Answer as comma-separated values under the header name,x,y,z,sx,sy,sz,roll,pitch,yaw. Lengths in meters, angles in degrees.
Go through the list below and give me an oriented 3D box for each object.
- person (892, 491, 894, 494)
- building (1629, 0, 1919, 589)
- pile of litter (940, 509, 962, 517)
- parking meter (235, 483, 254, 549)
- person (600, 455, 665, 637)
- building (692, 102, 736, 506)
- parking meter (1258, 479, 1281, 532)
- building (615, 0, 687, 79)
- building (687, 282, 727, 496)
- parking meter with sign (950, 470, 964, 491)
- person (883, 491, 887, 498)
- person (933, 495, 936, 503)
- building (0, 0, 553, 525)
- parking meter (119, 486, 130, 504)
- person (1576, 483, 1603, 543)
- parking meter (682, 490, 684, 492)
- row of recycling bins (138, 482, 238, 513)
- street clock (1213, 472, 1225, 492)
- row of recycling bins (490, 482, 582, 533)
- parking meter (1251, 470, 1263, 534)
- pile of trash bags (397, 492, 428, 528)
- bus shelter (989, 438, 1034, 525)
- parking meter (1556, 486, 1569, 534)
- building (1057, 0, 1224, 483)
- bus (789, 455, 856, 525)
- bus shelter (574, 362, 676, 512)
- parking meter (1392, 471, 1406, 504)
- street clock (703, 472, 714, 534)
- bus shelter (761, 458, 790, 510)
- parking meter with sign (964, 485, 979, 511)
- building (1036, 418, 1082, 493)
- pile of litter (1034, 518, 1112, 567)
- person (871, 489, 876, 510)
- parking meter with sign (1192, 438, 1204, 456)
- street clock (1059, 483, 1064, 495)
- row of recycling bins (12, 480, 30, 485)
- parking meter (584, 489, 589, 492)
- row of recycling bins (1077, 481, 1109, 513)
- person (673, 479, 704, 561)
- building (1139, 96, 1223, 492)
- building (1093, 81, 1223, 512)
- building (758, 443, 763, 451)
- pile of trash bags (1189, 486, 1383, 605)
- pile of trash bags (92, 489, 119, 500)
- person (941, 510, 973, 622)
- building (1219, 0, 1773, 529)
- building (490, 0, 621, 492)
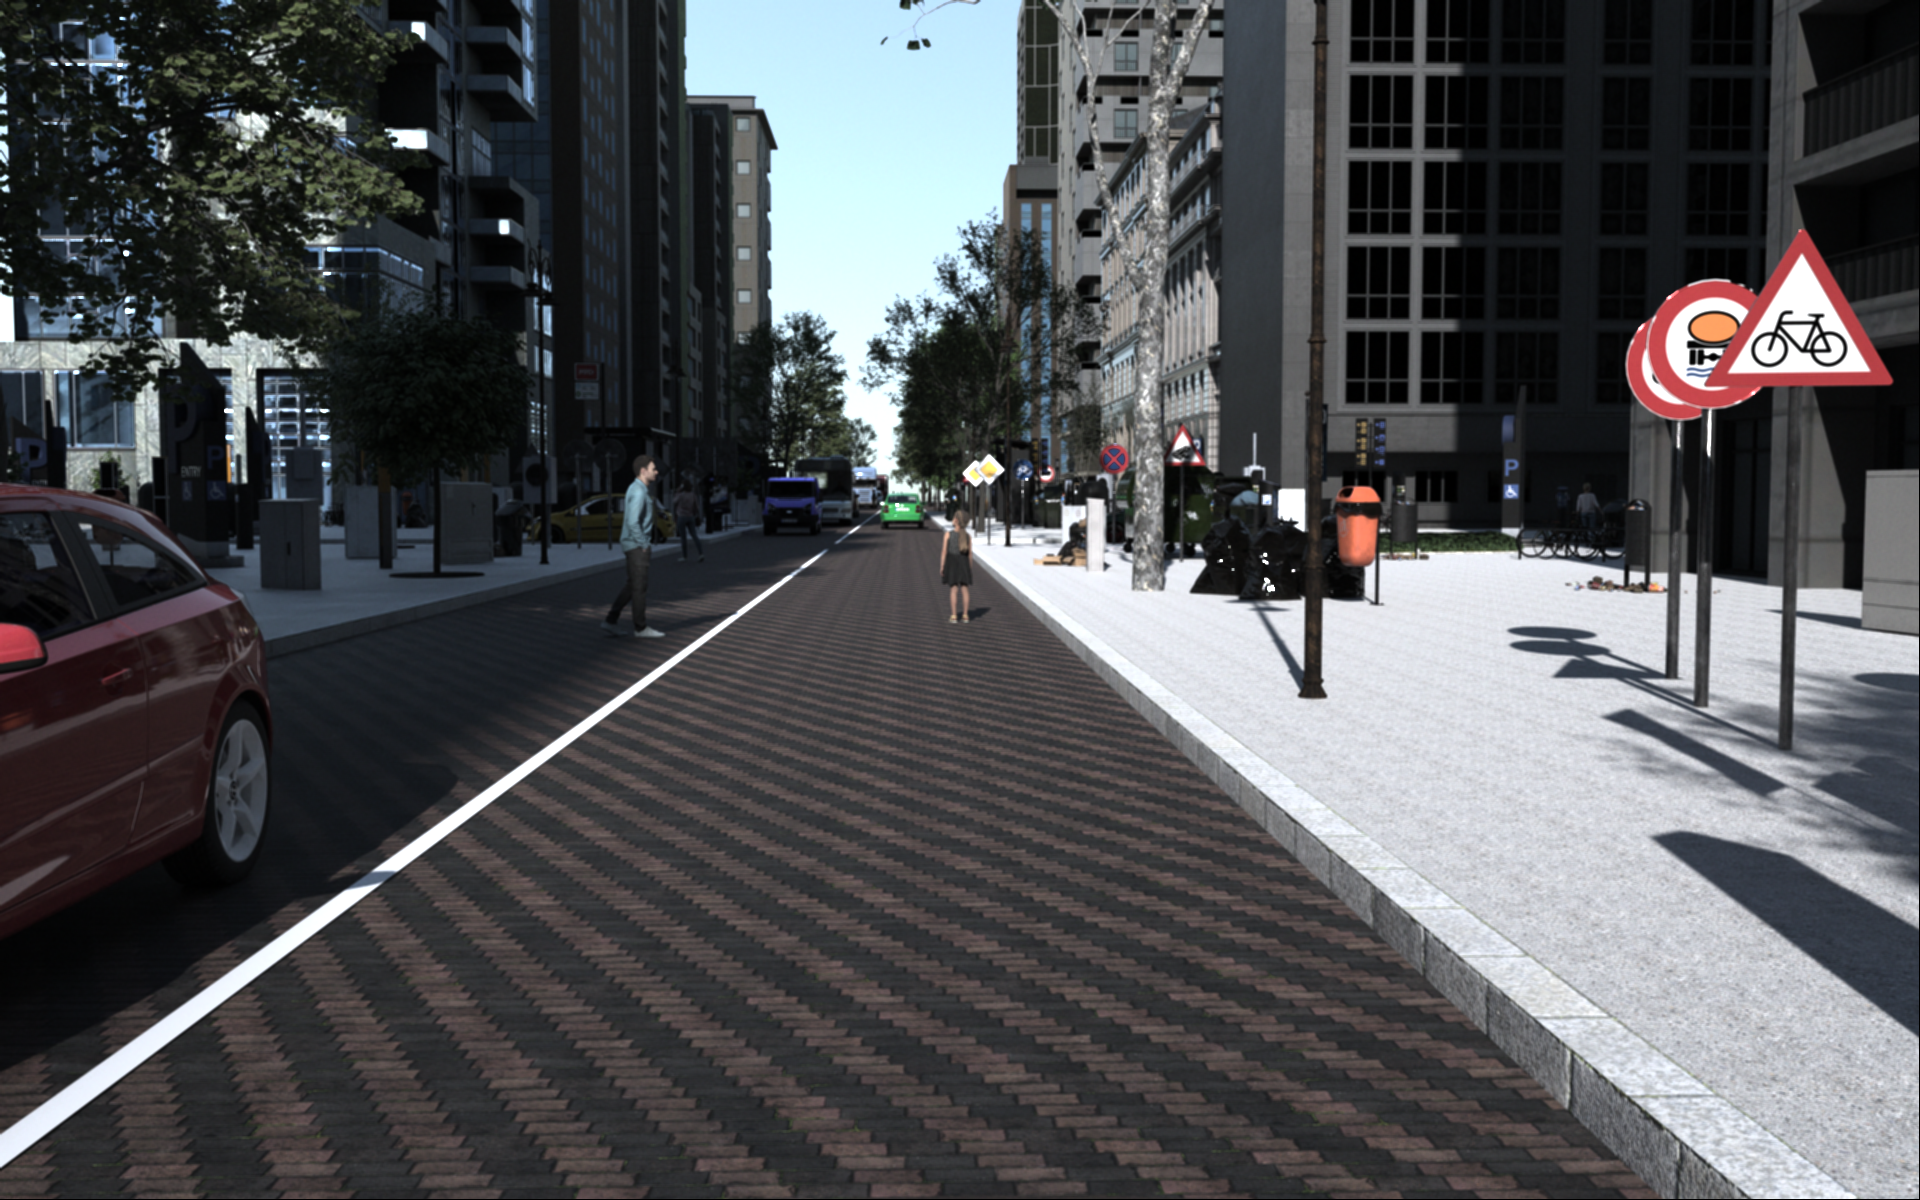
name,x,y,z,sx,sy,sz,roll,pitch,yaw
person,-8.576,-13.159,223.628,0.705,1.826,1.348,-1,4,-21
building,21.683,-35.387,16.836,20.563,71.187,20.611,0,4,-2
pile of litter,-0.251,-5.151,98.175,1.719,0.858,1.176,2,4,33
parking meter,-16.690,-1.956,40.392,0.372,1.533,0.369,0,3,0
person,-3.298,-0.543,17.391,0.620,1.820,0.660,-1,4,-19
building,-30.645,-30.123,176.112,14.154,41.232,14.086,0,4,-2
parking meter,5.188,-1.261,29.035,0.372,1.533,0.369,0,3,0
building,-28.706,-27.463,132.617,14.154,41.232,14.086,0,4,-2
building,-36.244,-18.952,154.902,27.650,21.520,28.899,0,4,-2
parking meter with sign,0.099,-7.972,126.596,1.738,3.016,0.543,0,4,6
person,-10.112,-13.925,236.132,0.705,1.831,1.348,-3,4,-39
person,-3.128,-11.968,207.399,0.599,1.433,0.991,2,4,35
building,-32.887,-47.237,85.003,22.319,86.520,31.000,0,4,-2
parking meter,-25.264,-2.683,52.283,0.372,1.533,0.369,0,3,0
person,17.149,-2.317,47.059,0.731,1.740,0.598,1,4,16
parking meter,-13.192,-4.749,83.360,0.399,1.863,0.255,1,4,20
row of recycling bins,-26.965,-3.283,60.783,3.534,1.692,1.069,0,4,-7
street clock,8.431,-3.193,56.768,0.471,2.002,0.358,-1,4,-23
row of recycling bins,-14.403,-3.124,58.196,3.534,1.692,1.069,-2,4,-34
parking meter,7.174,-2.212,41.877,0.255,1.863,0.399,1,4,17
pile of trash bags,-21.264,-3.450,66.152,1.912,1.369,3.447,-1,4,-13
bus shelter,2.227,-5.148,75.460,1.731,3.624,6.357,0,4,-2
parking meter,19.497,-2.915,56.074,0.372,1.533,0.369,0,3,0
building,23.164,-34.498,153.273,28.713,52.752,27.495,0,4,-2
bus,-6.344,-5.318,81.809,2.948,3.499,13.247,0,4,-3
bus shelter,-10.757,-4.769,55.598,2.179,5.291,8.768,0,4,-2
parking meter,11.138,-2.342,44.008,0.255,1.863,0.399,0,4,-2
street clock,-8.125,-3.148,56.046,0.358,2.002,0.471,1,4,11
bus shelter,-12.439,-7.631,116.055,1.731,3.624,6.357,0,4,-2
parking meter with sign,1.301,-7.008,110.848,1.738,3.016,0.543,1,4,11
building,23.952,-29.841,179.789,32.217,40.220,23.993,0,4,-2
pile of litter,2.020,-1.058,31.258,1.176,0.858,1.719,-1,4,-21
person,-8.047,-9.349,160.986,0.705,1.869,1.348,-1,4,-9
parking meter with sign,6.716,-3.531,53.989,1.738,3.016,0.543,-2,4,-27
street clock,6.516,-6.575,112.063,0.358,2.002,0.471,-1,4,-21
row of recycling bins,-29.289,-2.710,51.414,1.069,1.692,3.534,2,4,34
parking meter,-19.571,-5.028,90.621,0.372,1.533,0.369,0,3,0
row of recycling bins,4.182,-2.906,54.620,1.069,1.692,3.534,0,4,4
person,-5.736,-1.696,36.813,0.593,1.750,0.643,-3,4,-38
building,17.538,-15.184,90.054,13.314,21.916,24.055,0,4,-2
building,16.310,-19.396,114.395,12.463,27.353,25.104,0,4,-2
building,-42.337,-34.713,259.431,32.217,40.220,23.993,0,4,-2
pile of trash bags,4.235,-0.708,21.330,1.912,1.369,3.447,-1,4,-15
pile of trash bags,-15.376,-1.124,28.128,3.447,1.369,1.912,-1,4,-17
person,-0.038,-0.384,19.445,0.362,1.253,0.373,-1,4,-11
building,23.491,-16.832,68.718,24.014,27.812,14.314,0,4,-2
building,-31.202,-28.548,116.874,14.600,45.320,14.200,0,4,-2
